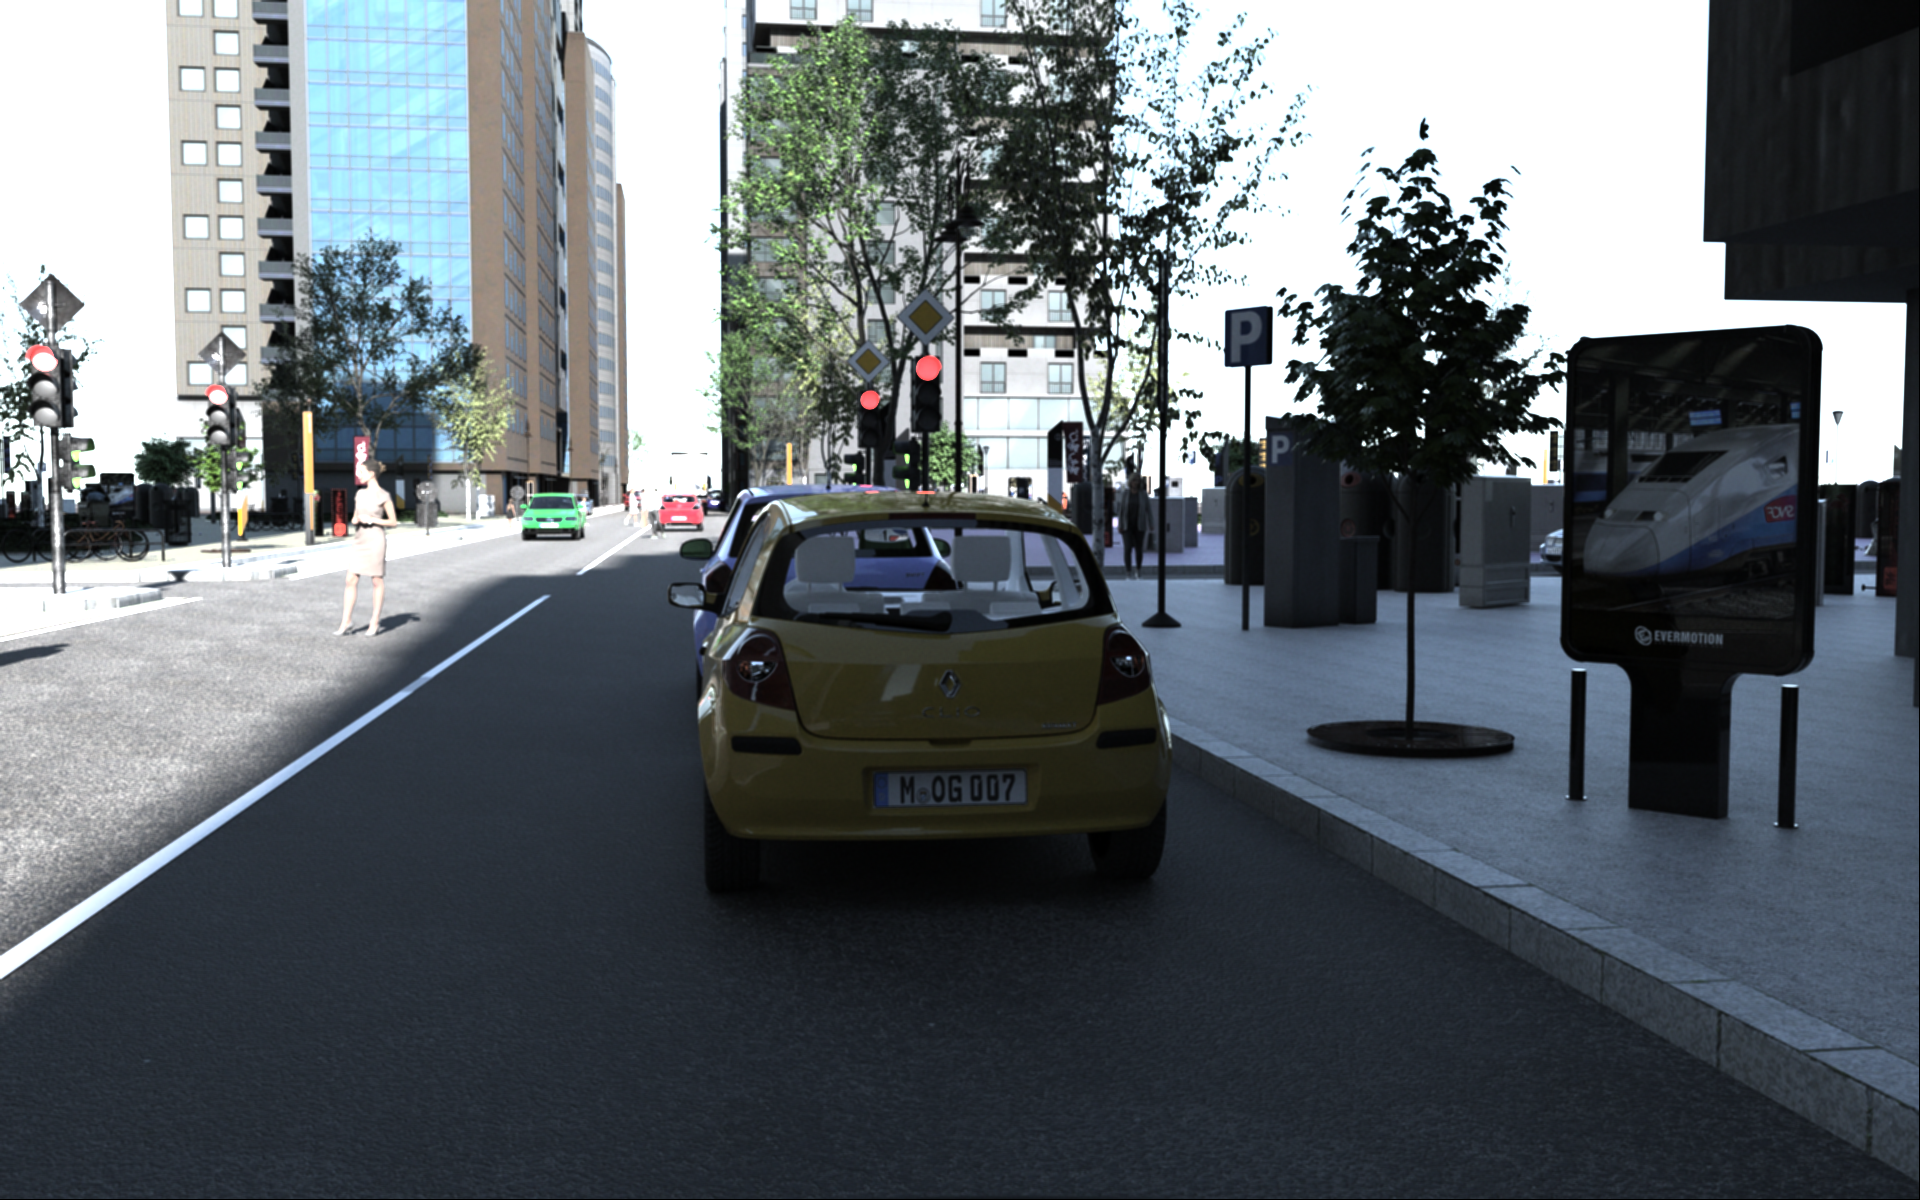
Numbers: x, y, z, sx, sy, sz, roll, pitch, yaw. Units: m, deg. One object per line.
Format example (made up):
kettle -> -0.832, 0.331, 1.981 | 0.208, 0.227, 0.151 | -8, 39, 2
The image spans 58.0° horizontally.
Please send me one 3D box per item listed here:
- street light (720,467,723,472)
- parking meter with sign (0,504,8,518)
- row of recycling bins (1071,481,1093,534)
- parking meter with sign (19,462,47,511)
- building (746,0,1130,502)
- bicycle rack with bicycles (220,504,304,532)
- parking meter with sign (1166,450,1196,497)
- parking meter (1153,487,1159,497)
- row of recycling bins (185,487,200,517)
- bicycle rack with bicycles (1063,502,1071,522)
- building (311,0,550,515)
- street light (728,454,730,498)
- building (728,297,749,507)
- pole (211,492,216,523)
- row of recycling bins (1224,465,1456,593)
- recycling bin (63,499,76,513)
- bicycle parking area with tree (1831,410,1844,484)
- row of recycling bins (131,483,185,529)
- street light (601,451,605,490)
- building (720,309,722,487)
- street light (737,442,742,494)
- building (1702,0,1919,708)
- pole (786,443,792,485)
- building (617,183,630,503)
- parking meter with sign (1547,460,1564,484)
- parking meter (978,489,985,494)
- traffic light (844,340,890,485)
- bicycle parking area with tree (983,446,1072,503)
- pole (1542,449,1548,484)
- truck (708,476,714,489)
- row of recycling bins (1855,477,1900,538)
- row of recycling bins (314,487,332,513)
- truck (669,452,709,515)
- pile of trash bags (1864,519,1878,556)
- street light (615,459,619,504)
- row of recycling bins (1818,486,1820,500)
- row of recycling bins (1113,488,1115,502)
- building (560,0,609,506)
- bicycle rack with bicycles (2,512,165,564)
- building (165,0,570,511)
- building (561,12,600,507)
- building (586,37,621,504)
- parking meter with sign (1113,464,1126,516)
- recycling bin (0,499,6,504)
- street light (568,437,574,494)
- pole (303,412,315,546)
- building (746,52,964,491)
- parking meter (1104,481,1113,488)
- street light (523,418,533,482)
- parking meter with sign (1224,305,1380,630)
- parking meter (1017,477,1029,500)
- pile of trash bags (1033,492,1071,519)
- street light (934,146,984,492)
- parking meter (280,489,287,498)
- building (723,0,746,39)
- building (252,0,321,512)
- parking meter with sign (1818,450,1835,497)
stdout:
street light -> -31.335, -15.739, 230.112 | 0.468, 5.910, 1.993 | -1, 4, -9
parking meter with sign -> -40.486, -4.647, 72.235 | 0.543, 3.016, 1.738 | 0, 4, 7
row of recycling bins -> 4.184, -3.037, 56.761 | 1.069, 1.692, 3.534 | 0, 4, 6
parking meter with sign -> -50.152, -5.957, 93.651 | 0.543, 3.016, 1.738 | 0, 4, 7
building -> -3.207, -33.621, 138.936 | 28.713, 52.752, 27.495 | -1, 4, -9
bicycle rack with bicycles -> -24.257, -2.878, 60.442 | 2.925, 0.926, 2.852 | -2, 4, -29
parking meter with sign -> 8.483, -4.440, 68.856 | 1.738, 3.016, 0.543 | -1, 4, -22
parking meter -> 6.221, -2.802, 54.221 | 0.372, 1.533, 0.369 | 0, 3, 0
row of recycling bins -> -44.095, -5.523, 97.406 | 3.534, 1.692, 1.069 | 2, 4, 30
bicycle rack with bicycles -> 4.788, -3.934, 77.704 | 2.925, 0.926, 2.852 | 0, 4, -7
building -> -36.618, -28.944, 123.342 | 14.600, 45.320, 14.200 | -1, 4, -9
street light -> -26.214, -13.691, 196.642 | 0.468, 5.910, 1.993 | -1, 4, -9
building -> -8.334, -19.790, 168.610 | 27.650, 21.520, 28.899 | -1, 4, -9
pole -> -32.665, -5.006, 75.698 | 0.158, 3.312, 0.155 | 0, 3, 0
row of recycling bins -> 5.168, -1.021, 23.801 | 3.534, 1.692, 1.069 | 3, 5, 44
recycling bin -> -49.726, -5.126, 96.360 | 0.722, 1.027, 0.722 | 3, 4, 36
bicycle parking area with tree -> 27.674, -4.382, 58.648 | 8.231, 4.147, 9.016 | -1, 4, -9
row of recycling bins -> -30.588, -3.494, 64.232 | 3.534, 1.692, 1.069 | 1, 4, 23
street light -> -38.743, -13.152, 187.819 | 0.468, 5.910, 1.993 | -1, 4, -9
building -> -28.569, -29.738, 257.910 | 14.160, 30.474, 14.107 | -1, 4, -9
street light -> -18.829, -10.711, 147.910 | 0.468, 5.910, 1.993 | -1, 4, -9
building -> 11.459, -14.417, 7.426 | 14.160, 30.474, 14.107 | -1, 4, -9
pole -> -6.889, -4.646, 69.812 | 0.158, 3.312, 0.155 | 0, 3, 0
building -> -53.624, -36.165, 241.401 | 14.600, 45.320, 14.200 | -1, 4, -9
parking meter with sign -> 30.440, -5.655, 88.718 | 0.543, 3.016, 1.738 | -1, 4, -12
parking meter -> 0.946, -4.373, 79.904 | 0.372, 1.533, 0.369 | 0, 3, 0
traffic light -> -1.692, -2.614, 31.666 | 0.839, 4.253, 0.868 | -1, 4, -9
bicycle parking area with tree -> 4.166, -7.179, 104.384 | 8.231, 4.147, 9.016 | 0, 4, 6
pole -> 26.197, -5.121, 77.579 | 0.158, 3.312, 0.155 | 0, 3, 0
truck -> -36.881, -15.794, 247.997 | 2.967, 4.110, 18.799 | 0, 4, -7
row of recycling bins -> 27.585, -2.601, 49.635 | 3.534, 1.692, 1.069 | 3, 4, 36
row of recycling bins -> -36.142, -5.556, 97.948 | 1.069, 1.692, 3.534 | -1, 4, -12
truck -> -18.819, -8.046, 120.464 | 2.839, 4.237, 11.283 | -1, 4, -9
pile of trash bags -> 19.674, -1.589, 35.739 | 1.912, 1.369, 3.447 | 3, 5, 39
street light -> -43.875, -15.199, 221.288 | 0.468, 5.910, 1.993 | -1, 4, -9
row of recycling bins -> 43.827, -5.208, 92.258 | 3.534, 1.692, 1.069 | 2, 4, 25
row of recycling bins -> 9.769, -6.164, 107.889 | 1.069, 1.692, 3.534 | -1, 4, -16
building -> -50.528, -46.254, 194.507 | 20.563, 71.187, 20.611 | -1, 4, -9
bicycle rack with bicycles -> -16.661, -1.203, 33.053 | 2.925, 0.926, 2.852 | -3, 5, -43
building -> -47.103, -33.843, 142.576 | 28.713, 52.752, 27.495 | -1, 4, -9
building -> -42.045, -31.489, 164.947 | 14.600, 45.320, 14.200 | -1, 4, -9
building -> -54.548, -41.415, 219.141 | 21.231, 58.520, 28.212 | -1, 4, -9
parking meter with sign -> 9.258, -6.325, 99.668 | 0.543, 3.016, 1.738 | 3, 5, 40
recycling bin -> -54.462, -5.259, 98.545 | 0.722, 1.027, 0.722 | 2, 4, 24
street light -> -31.470, -10.230, 140.052 | 0.468, 5.910, 1.993 | -1, 4, -9
pole -> -16.188, -3.010, 43.061 | 0.158, 3.312, 0.155 | 0, 3, 0
building -> -7.497, -21.178, 117.969 | 14.160, 30.474, 14.107 | -1, 4, -9
parking meter -> 6.654, -4.421, 77.999 | 0.399, 1.863, 0.255 | 3, 5, 43
street light -> -26.434, -8.150, 106.045 | 0.468, 5.910, 1.993 | -1, 4, -9
parking meter with sign -> 3.351, -1.254, 16.770 | 1.738, 3.016, 0.543 | -3, 4, -38
parking meter -> 2.153, -3.277, 59.293 | 0.399, 1.863, 0.255 | 1, 4, 22
pile of trash bags -> 3.510, -4.532, 83.848 | 3.447, 1.369, 1.912 | 0, 4, 3
street light -> -0.022, -3.100, 23.475 | 0.468, 5.910, 1.993 | -1, 4, -9
parking meter -> -37.516, -5.360, 96.040 | 0.372, 1.533, 0.369 | 0, 3, 0
building -> -17.588, -40.760, 208.416 | 21.231, 58.520, 28.212 | -1, 4, -9
building -> -35.241, -28.080, 109.215 | 14.600, 45.320, 14.200 | -1, 4, -9
parking meter with sign -> 33.575, -4.422, 68.564 | 0.543, 3.016, 1.738 | -3, 4, -38
